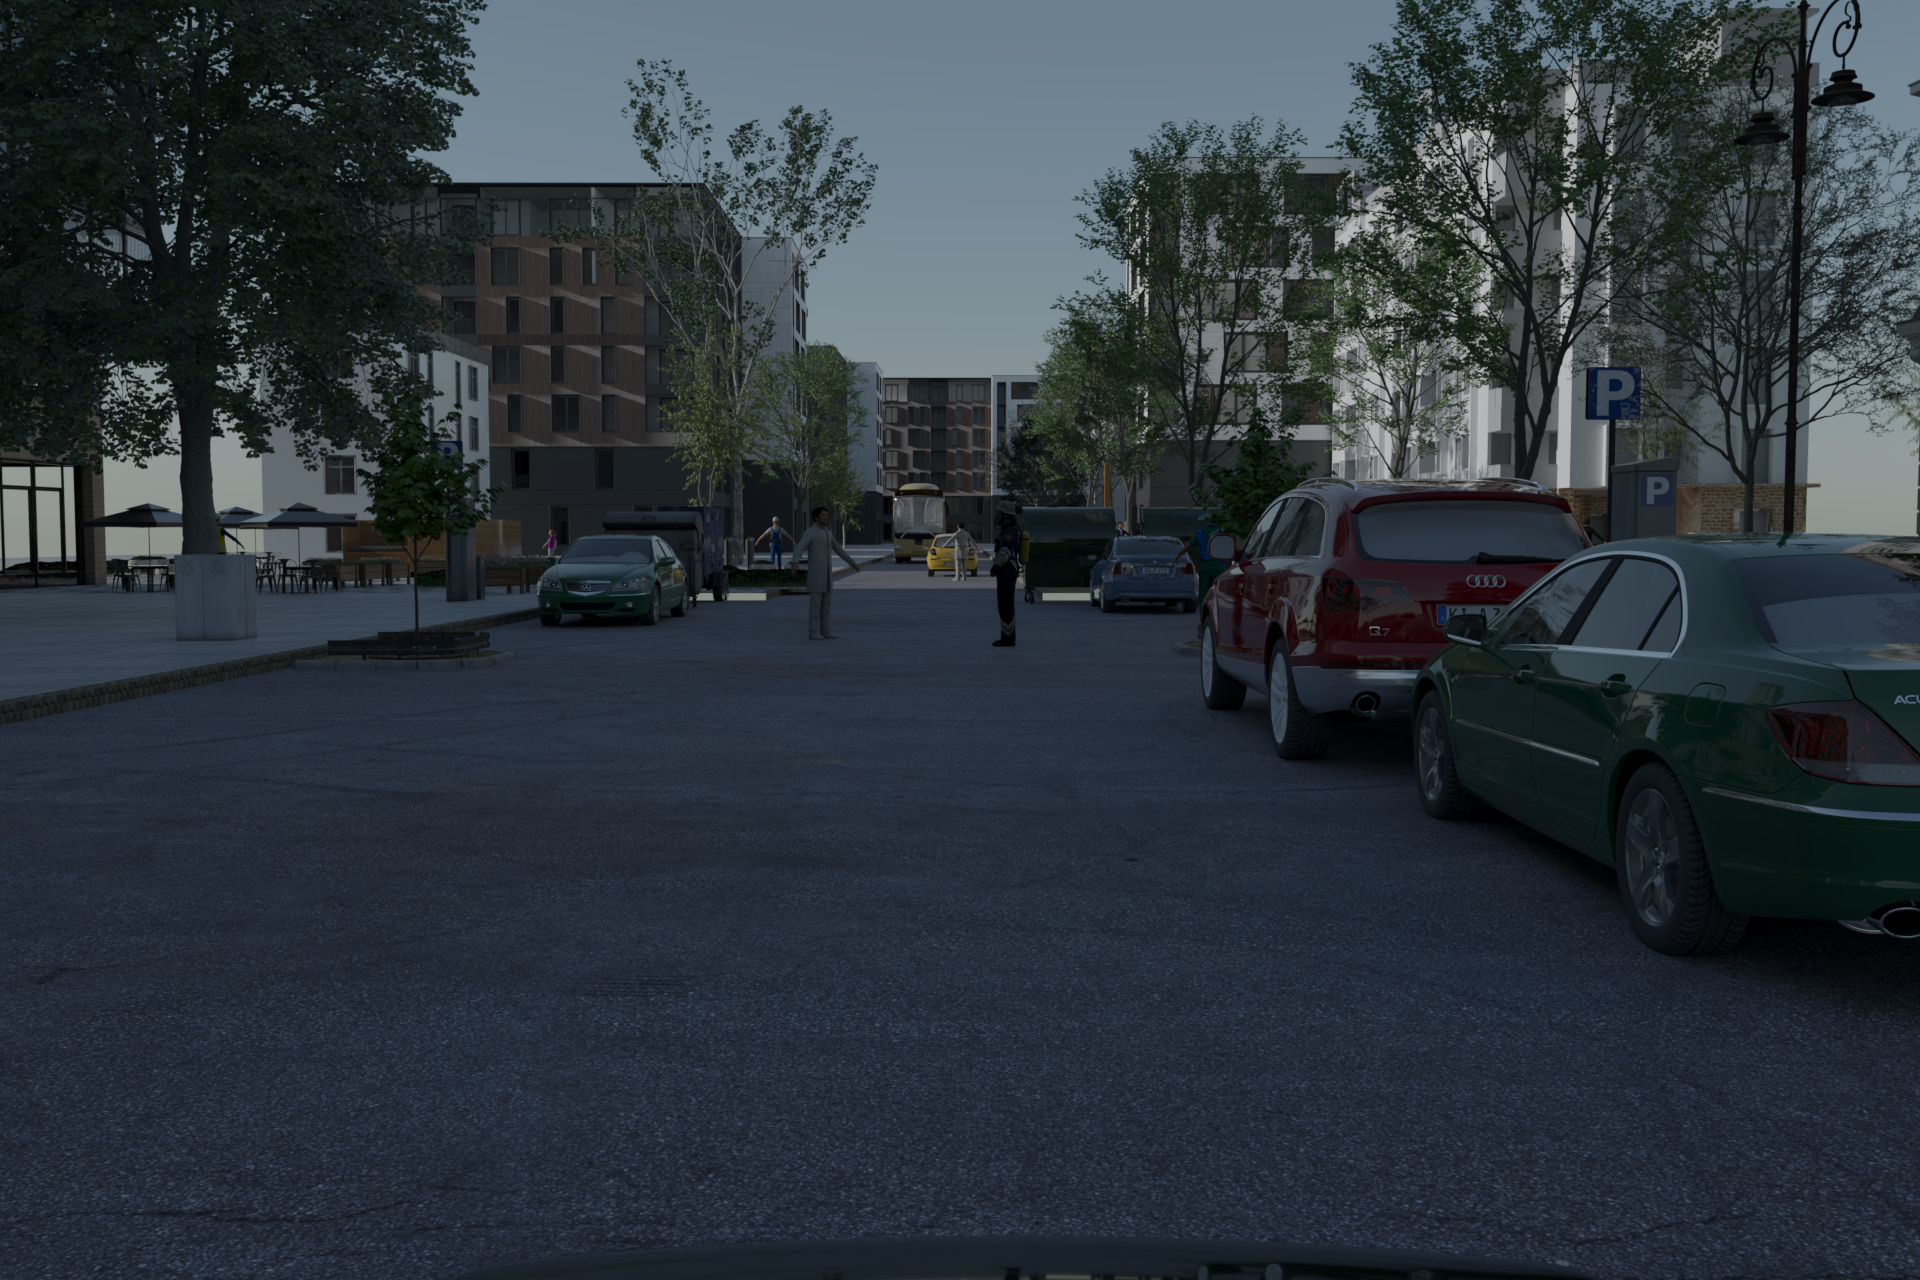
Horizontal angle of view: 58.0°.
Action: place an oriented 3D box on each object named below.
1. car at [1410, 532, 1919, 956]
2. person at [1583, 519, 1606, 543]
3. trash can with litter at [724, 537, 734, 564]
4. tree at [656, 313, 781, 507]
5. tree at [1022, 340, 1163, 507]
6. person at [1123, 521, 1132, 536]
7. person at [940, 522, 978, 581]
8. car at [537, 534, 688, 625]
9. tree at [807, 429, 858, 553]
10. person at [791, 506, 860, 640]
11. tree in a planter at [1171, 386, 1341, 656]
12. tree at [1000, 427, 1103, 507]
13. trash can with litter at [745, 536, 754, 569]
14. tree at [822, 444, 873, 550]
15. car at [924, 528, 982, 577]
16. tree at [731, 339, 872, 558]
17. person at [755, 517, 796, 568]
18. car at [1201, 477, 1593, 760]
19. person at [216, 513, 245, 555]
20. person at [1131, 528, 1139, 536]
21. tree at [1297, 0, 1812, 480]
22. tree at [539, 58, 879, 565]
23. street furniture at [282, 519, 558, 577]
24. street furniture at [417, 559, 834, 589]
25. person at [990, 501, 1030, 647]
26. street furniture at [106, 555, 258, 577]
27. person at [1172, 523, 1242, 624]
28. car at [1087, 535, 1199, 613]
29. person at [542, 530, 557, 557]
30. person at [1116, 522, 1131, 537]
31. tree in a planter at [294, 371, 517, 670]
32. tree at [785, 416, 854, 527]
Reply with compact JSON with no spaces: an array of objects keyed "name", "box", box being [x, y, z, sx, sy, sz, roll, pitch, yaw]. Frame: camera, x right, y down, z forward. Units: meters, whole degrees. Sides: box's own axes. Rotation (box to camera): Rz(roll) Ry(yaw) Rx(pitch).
[{"name":"car","box":[3.275,0.274,7.317,2.131,1.459,4.920,0,3,0]},{"name":"person","box":[21.202,-3.204,58.574,1.347,1.806,0.705,3,5,44]},{"name":"trash can with litter","box":[-6.428,-2.339,49.296,1.678,1.210,2.233,0,4,0]},{"name":"tree","box":[-8.459,-6.635,58.847,4.737,8.622,4.395,0,3,0]},{"name":"tree","box":[6.649,-9.896,87.550,9.928,11.665,9.643,0,3,0]},{"name":"person","box":[6.587,-3.789,68.079,0.705,1.813,1.348,-2,4,-31]},{"name":"person","box":[0.011,-2.726,53.217,1.347,1.806,0.705,-2,4,-31]},{"name":"car","box":[-5.665,-1.032,28.665,2.131,1.459,4.920,0,4,0]},{"name":"tree","box":[-8.910,-10.343,119.478,4.737,8.622,4.395,0,3,0]},{"name":"person","box":[-1.885,-0.917,23.633,0.705,1.806,1.347,3,4,37]},{"name":"tree in a planter","box":[3.613,-1.452,20.965,1.991,3.239,1.994,0,4,-1]},{"name":"tree","box":[6.909,-12.127,132.681,8.767,10.594,7.601,1,4,13]},{"name":"trash can with litter","box":[-6.297,-2.579,53.227,1.678,1.210,2.233,0,4,2]},{"name":"tree","box":[-9.262,-11.558,139.343,4.737,8.622,4.395,0,3,0]},{"name":"car","box":[-0.254,-3.011,59.455,2.015,1.641,3.980,0,3,0]},{"name":"tree","box":[-8.394,-10.140,91.545,9.928,11.665,9.643,0,3,0]},{"name":"person","box":[-6.049,-3.123,56.916,1.347,1.847,0.705,0,4,-8]},{"name":"car","box":[3.026,-0.237,12.541,2.281,1.827,5.304,0,4,0]},{"name":"person","box":[-17.317,-2.082,40.501,1.216,1.772,0.721,0,4,7]},{"name":"person","box":[4.214,-1.999,38.828,1.346,1.812,0.704,-3,5,-39]},{"name":"tree","box":[9.904,-6.364,29.807,9.928,11.665,9.643,0,3,0]},{"name":"tree","box":[-10.587,-13.165,71.144,12.611,20.169,13.585,0,3,0]},{"name":"street furniture","box":[-15.178,-2.897,54.225,9.812,1.723,11.010,0,4,4]},{"name":"street furniture","box":[-7.998,-1.672,42.966,10.072,0.657,5.734,0,4,6]},{"name":"person","box":[0.565,-0.850,22.138,0.705,1.856,1.354,0,4,7]},{"name":"street furniture","box":[-26.440,-2.459,55.831,5.734,0.657,10.072,0,4,2]},{"name":"person","box":[3.936,-1.123,26.951,1.347,1.817,0.704,1,4,21]},{"name":"car","box":[3.448,-1.273,32.817,2.014,1.417,4.499,0,3,0]},{"name":"person","box":[-14.633,-3.214,61.817,0.599,1.433,0.991,1,4,13]},{"name":"person","box":[5.922,-3.486,63.720,1.216,1.740,0.721,-1,4,-9]},{"name":"tree in a planter","box":[-6.056,-1.345,19.216,1.991,3.239,1.994,0,4,1]},{"name":"tree","box":[-8.792,-9.656,108.235,4.737,8.622,4.395,0,3,0]}]
